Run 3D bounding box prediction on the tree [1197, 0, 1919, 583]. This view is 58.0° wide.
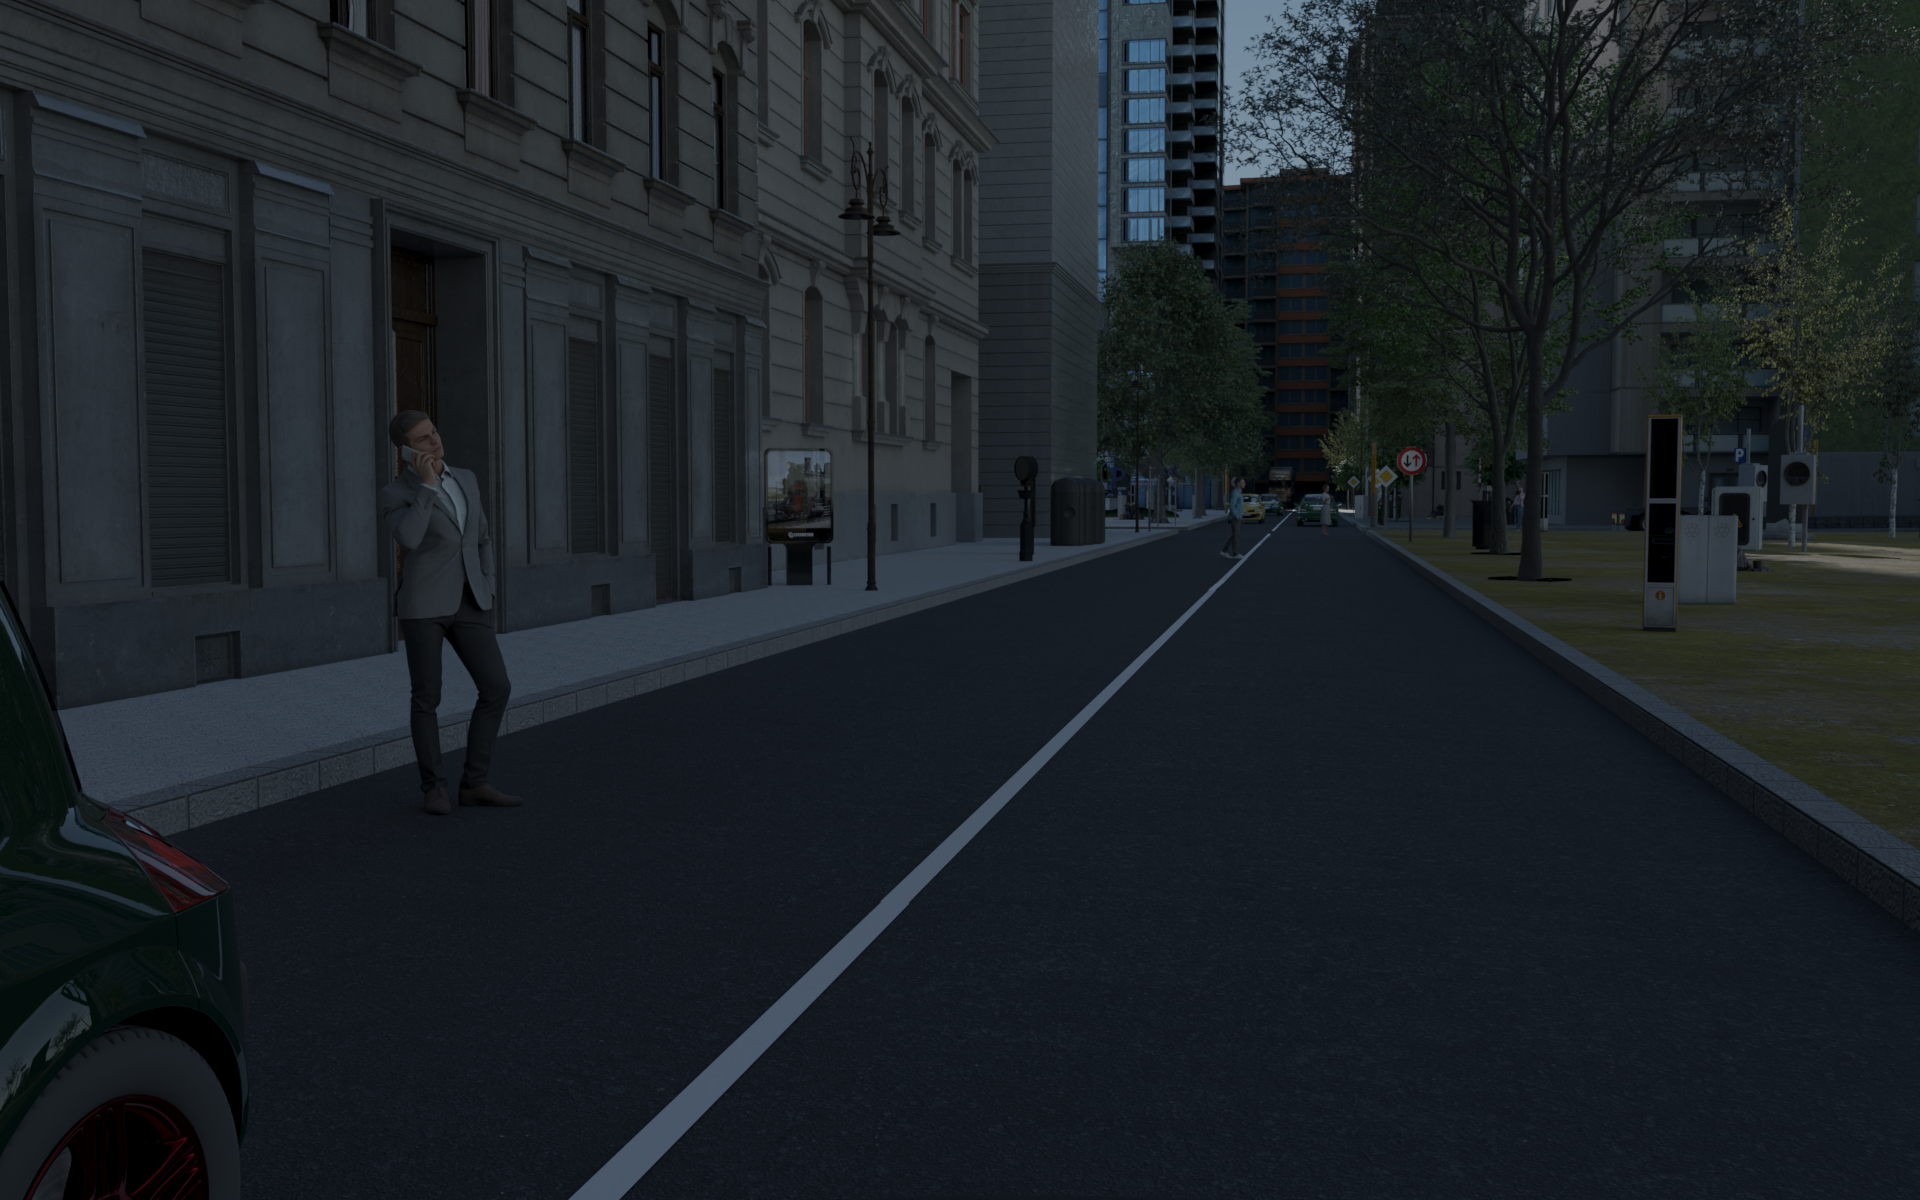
[{"bbox_3d":[8.595,-7.032,25.345,12.009,13.543,11.850,0,3,0],"label":"tree"}]

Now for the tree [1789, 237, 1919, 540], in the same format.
[{"bbox_3d":[27.804,-6.155,50.992,4.360,8.622,3.978,0,3,0],"label":"tree"}]

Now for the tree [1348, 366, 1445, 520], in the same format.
[{"bbox_3d":[22.102,-8.342,86.758,4.737,8.622,4.395,0,3,0],"label":"tree"}]

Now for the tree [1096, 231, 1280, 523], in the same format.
[{"bbox_3d":[8.638,-9.710,75.762,9.611,12.733,9.660,0,3,0],"label":"tree"}]

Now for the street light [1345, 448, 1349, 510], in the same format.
[{"bbox_3d":[31.497,-10.285,140.946,0.468,5.910,1.993,1,4,11],"label":"street light"}]

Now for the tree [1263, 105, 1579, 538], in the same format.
[{"bbox_3d":[14.050,-8.121,50.902,7.486,12.596,7.792,0,3,0],"label":"tree"}]

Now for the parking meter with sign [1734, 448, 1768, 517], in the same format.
[{"bbox_3d":[30.215,-4.245,65.663,1.738,3.016,0.543,-1,4,-19],"label":"parking meter with sign"}]

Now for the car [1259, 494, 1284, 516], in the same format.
[{"bbox_3d":[20.522,-6.334,115.353,2.131,1.459,4.920,1,4,13],"label":"car"}]

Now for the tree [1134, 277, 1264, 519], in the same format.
[{"bbox_3d":[12.461,-10.568,90.918,7.486,12.596,7.792,0,3,0],"label":"tree"}]

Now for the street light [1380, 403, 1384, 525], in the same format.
[{"bbox_3d":[17.277,-5.987,70.674,0.468,5.910,1.993,1,4,11],"label":"street light"}]

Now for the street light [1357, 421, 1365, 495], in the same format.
[{"bbox_3d":[24.556,-8.149,106.023,0.468,5.910,1.993,1,4,11],"label":"street light"}]

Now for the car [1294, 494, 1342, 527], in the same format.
[{"bbox_3d":[16.131,-4.053,78.067,2.131,1.459,4.920,1,4,12],"label":"car"}]

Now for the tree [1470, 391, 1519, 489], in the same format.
[{"bbox_3d":[30.255,-8.810,94.408,4.360,8.622,3.978,0,3,0],"label":"tree"}]

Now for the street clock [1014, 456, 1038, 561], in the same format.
[{"bbox_3d":[1.262,-1.743,33.064,0.358,2.002,0.471,-2,4,-35],"label":"street clock"}]

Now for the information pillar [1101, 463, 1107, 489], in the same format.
[{"bbox_3d":[10.397,-8.172,124.972,0.504,3.616,0.183,-2,4,-31],"label":"information pillar"}]

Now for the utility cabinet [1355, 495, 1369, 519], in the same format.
[{"bbox_3d":[21.149,-4.900,91.278,0.306,1.237,1.020,-1,4,-14],"label":"utility cabinet"}]

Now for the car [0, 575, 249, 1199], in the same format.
[{"bbox_3d":[-2.331,0.517,1.337,2.009,1.686,4.222,1,4,12],"label":"car"}]

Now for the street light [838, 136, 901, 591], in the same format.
[{"bbox_3d":[-1.179,-3.064,22.888,0.468,5.910,1.993,1,4,11],"label":"street light"}]

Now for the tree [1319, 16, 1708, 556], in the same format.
[{"bbox_3d":[11.478,-6.768,36.411,9.928,11.665,9.643,0,3,0],"label":"tree"}]

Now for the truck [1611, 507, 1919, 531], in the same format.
[{"bbox_3d":[32.549,-4.277,59.690,18.799,4.110,2.967,1,4,10],"label":"truck"}]

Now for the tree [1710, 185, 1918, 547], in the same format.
[{"bbox_3d":[20.492,-5.596,41.865,4.360,8.622,3.978,0,3,0],"label":"tree"}]

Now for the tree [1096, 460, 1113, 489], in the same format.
[{"bbox_3d":[11.233,-9.774,143.524,4.285,4.588,4.351,0,3,0],"label":"tree"}]

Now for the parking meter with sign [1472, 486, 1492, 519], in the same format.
[{"bbox_3d":[27.586,-5.780,90.760,1.738,3.016,0.543,-2,4,-33],"label":"parking meter with sign"}]

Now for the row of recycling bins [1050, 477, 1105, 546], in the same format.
[{"bbox_3d":[3.073,-2.273,44.281,1.069,1.692,3.534,1,4,16],"label":"row of recycling bins"}]

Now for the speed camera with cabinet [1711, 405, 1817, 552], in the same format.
[{"bbox_3d":[18.046,-2.723,38.857,2.038,3.252,0.660,2,4,31],"label":"speed camera with cabinet"}]

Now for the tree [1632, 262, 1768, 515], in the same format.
[{"bbox_3d":[23.820,-6.436,55.589,4.737,8.622,4.395,0,3,0],"label":"tree"}]

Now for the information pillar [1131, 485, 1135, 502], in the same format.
[{"bbox_3d":[13.765,-8.187,138.351,0.304,2.012,0.304,0,4,-7],"label":"information pillar"}]

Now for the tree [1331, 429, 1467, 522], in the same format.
[{"bbox_3d":[20.539,-5.961,81.181,4.285,4.588,4.351,0,3,0],"label":"tree"}]

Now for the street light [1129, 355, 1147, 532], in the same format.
[{"bbox_3d":[5.931,-5.201,57.816,0.468,5.910,1.993,1,4,11],"label":"street light"}]

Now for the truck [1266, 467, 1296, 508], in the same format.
[{"bbox_3d":[33.657,-11.754,181.091,2.839,4.237,11.283,1,4,13],"label":"truck"}]

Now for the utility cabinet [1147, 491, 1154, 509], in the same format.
[{"bbox_3d":[12.757,-6.465,114.389,0.318,1.500,1.173,3,4,39],"label":"utility cabinet"}]

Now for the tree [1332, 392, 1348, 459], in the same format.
[{"bbox_3d":[23.037,-8.850,95.057,4.737,8.622,4.395,0,3,0],"label":"tree"}]

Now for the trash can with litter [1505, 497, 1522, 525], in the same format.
[{"bbox_3d":[23.253,-3.749,72.689,1.055,1.170,0.624,-1,4,-10],"label":"trash can with litter"}]

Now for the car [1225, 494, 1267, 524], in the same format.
[{"bbox_3d":[14.065,-4.573,84.991,2.015,1.641,3.980,1,4,12],"label":"car"}]

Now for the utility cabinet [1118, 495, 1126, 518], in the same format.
[{"bbox_3d":[8.564,-4.921,91.628,0.306,1.237,1.020,1,4,15],"label":"utility cabinet"}]

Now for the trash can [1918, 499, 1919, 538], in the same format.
[{"bbox_3d":[26.974,-2.226,48.048,0.748,1.137,0.748,0,3,0],"label":"trash can"}]

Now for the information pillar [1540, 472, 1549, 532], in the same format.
[{"bbox_3d":[19.707,-3.311,58.623,0.304,2.012,0.304,3,5,45],"label":"information pillar"}]

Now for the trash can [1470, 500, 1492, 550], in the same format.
[{"bbox_3d":[12.212,-1.746,40.207,0.748,1.137,0.748,0,3,0],"label":"trash can"}]

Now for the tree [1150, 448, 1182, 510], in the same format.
[{"bbox_3d":[14.189,-10.298,118.739,4.737,8.622,4.395,0,3,0],"label":"tree"}]

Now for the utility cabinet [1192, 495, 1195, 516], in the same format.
[{"bbox_3d":[14.272,-5.665,103.778,0.306,1.237,1.020,2,4,34],"label":"utility cabinet"}]

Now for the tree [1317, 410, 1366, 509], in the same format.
[{"bbox_3d":[33.385,-12.205,149.908,4.360,8.622,3.978,0,3,0],"label":"tree"}]

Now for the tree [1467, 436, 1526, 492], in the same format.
[{"bbox_3d":[25.967,-6.131,83.961,4.285,4.588,4.351,0,3,0],"label":"tree"}]
